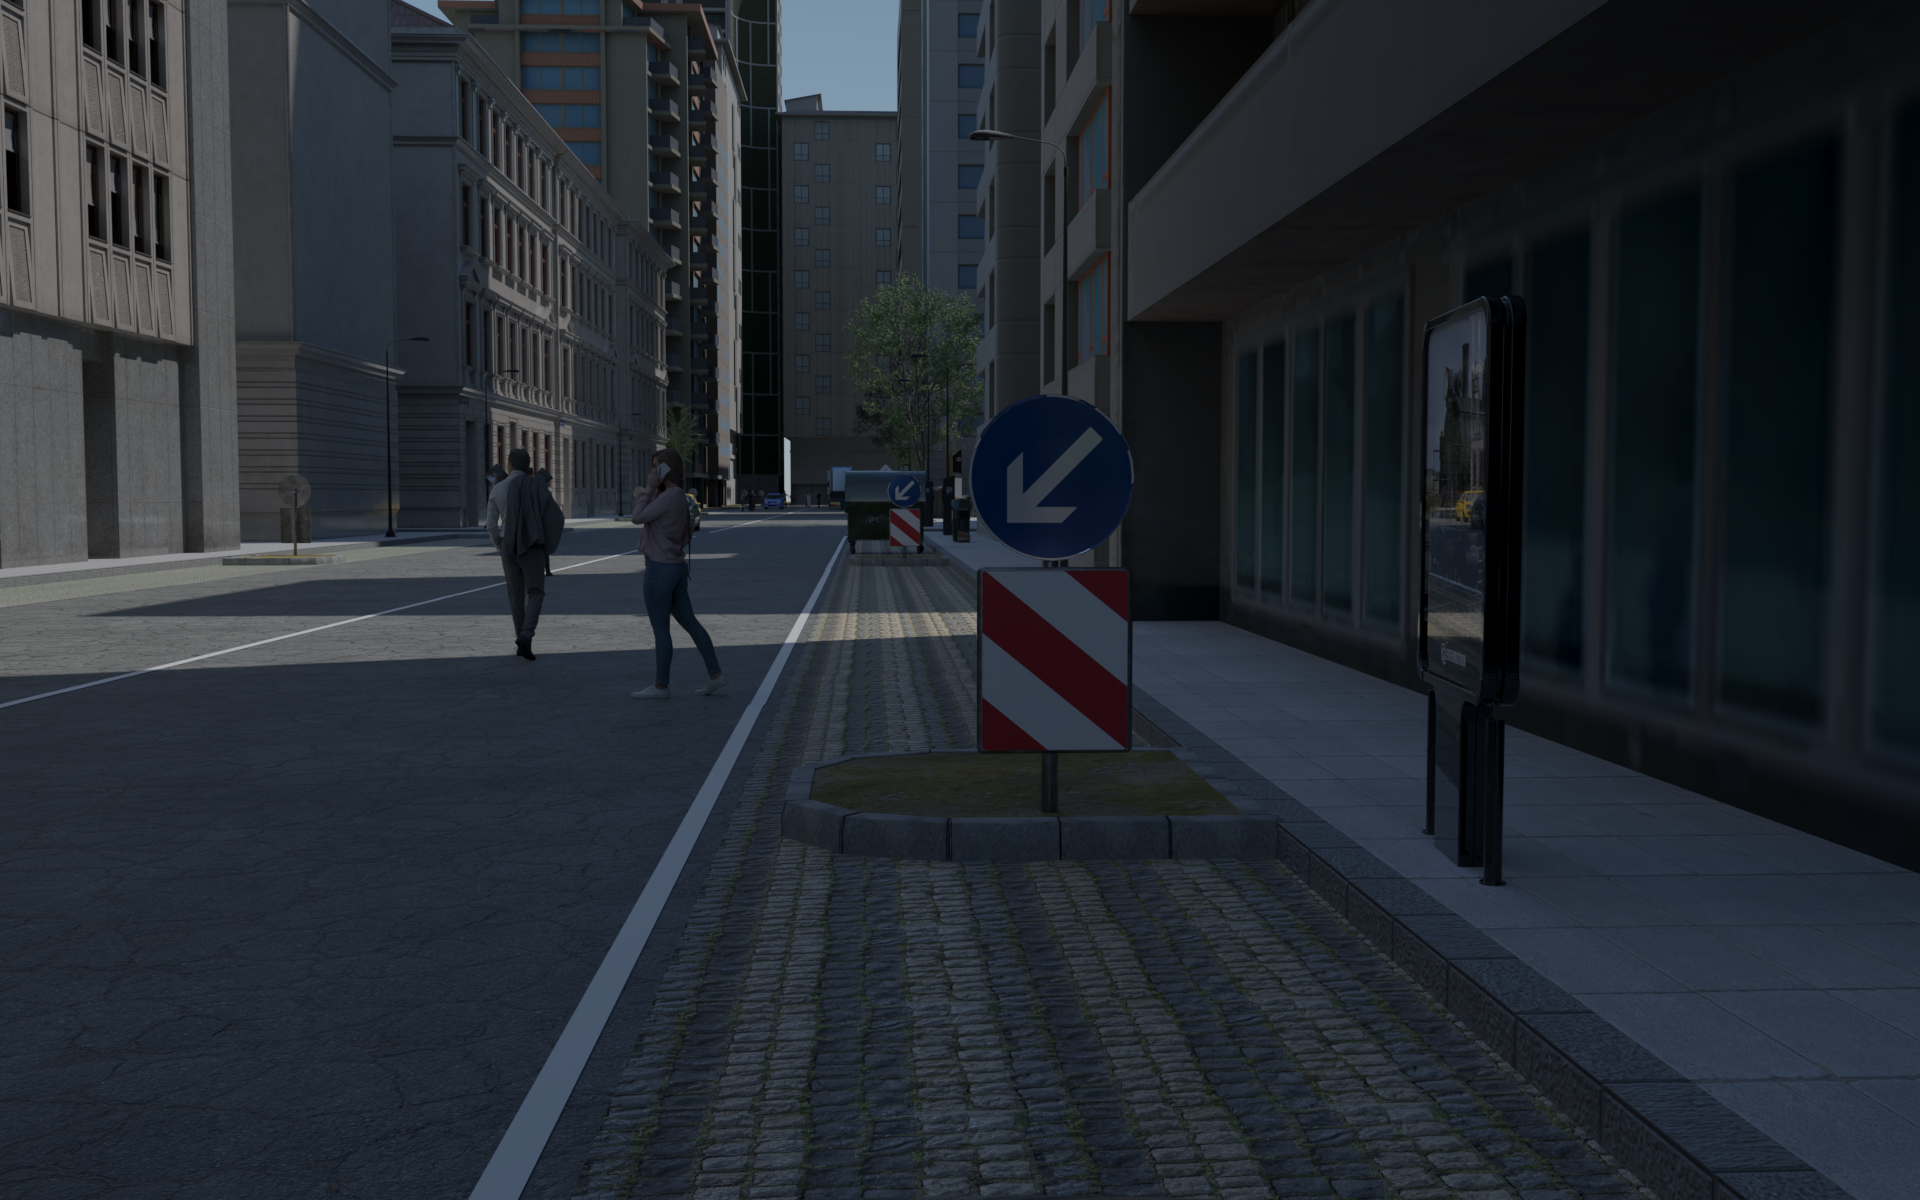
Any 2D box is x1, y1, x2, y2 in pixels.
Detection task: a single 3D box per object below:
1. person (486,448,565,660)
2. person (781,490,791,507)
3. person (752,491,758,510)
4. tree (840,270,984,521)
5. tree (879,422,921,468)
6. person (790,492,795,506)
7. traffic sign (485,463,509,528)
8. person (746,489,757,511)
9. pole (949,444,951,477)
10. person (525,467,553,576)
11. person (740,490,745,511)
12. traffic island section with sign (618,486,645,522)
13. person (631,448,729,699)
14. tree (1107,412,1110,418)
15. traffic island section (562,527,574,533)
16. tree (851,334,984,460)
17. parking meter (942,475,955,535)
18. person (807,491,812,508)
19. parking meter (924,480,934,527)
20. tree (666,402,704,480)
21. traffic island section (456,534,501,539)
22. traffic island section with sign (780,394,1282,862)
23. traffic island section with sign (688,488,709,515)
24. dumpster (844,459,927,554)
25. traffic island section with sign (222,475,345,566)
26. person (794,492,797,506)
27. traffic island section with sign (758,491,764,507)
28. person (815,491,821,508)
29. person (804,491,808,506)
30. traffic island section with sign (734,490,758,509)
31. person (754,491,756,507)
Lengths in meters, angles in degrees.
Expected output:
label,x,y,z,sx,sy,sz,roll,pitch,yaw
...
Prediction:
label,x,y,z,sx,sy,sz,roll,pitch,yaw
person,-3.790,-0.400,15.136,0.679,1.850,0.850,0,4,-4
person,-18.678,-10.781,184.749,1.348,1.826,0.705,-2,4,-26
person,-18.009,-8.679,151.127,0.721,1.736,1.217,2,4,30
tree,-1.882,-9.541,81.745,9.928,11.665,9.643,0,3,0
tree,-4.723,-11.916,145.185,4.737,8.622,4.395,0,3,0
person,-19.449,-11.707,200.822,0.541,1.710,0.530,0,4,1
traffic sign,-15.189,-3.253,56.821,0.795,2.450,0.064,0,4,-3
person,-17.525,-8.360,145.212,1.348,1.821,0.705,3,4,38
pole,-0.471,-4.667,70.141,0.158,3.312,0.155,0,3,0
person,-7.441,-1.364,30.172,0.648,1.900,0.474,-1,4,-11
person,-18.012,-8.169,142.781,0.721,1.743,1.217,0,4,-6
traffic island section with sign,-16.640,-4.976,89.980,1.989,1.847,2.006,0,4,-3
person,-1.978,-0.189,12.183,0.643,1.750,0.593,0,4,7
tree,2.772,-1.724,22.795,1.663,3.219,1.824,0,3,0
traffic island section,-15.635,-2.604,64.856,2.009,0.180,2.903,0,4,-3
tree,-2.365,-10.091,99.401,8.767,10.594,7.601,1,4,10
parking meter,-0.365,-2.957,54.051,0.399,1.863,0.255,-1,4,-8
person,-15.103,-10.061,173.663,0.551,1.740,0.621,0,4,7
parking meter,-1.229,-3.792,67.711,0.399,1.863,0.255,1,4,21
tree,-22.413,-11.451,137.582,4.737,8.622,4.395,0,3,0
traffic island section,-15.212,-2.116,56.882,2.009,0.180,2.903,0,4,-3
traffic island section with sign,0.221,0.059,7.661,1.989,1.847,2.006,0,4,-3
traffic island section with sign,-18.101,-6.656,117.445,1.989,1.847,2.006,0,4,-3
dumpster,-1.771,-2.226,41.347,1.985,2.255,1.502,0,4,-2
traffic island section with sign,-13.752,-1.641,35.458,1.989,1.847,2.006,0,4,-3
person,-20.679,-12.663,217.011,0.415,1.643,0.593,-1,4,-8
traffic island section with sign,-22.137,-11.315,193.621,1.989,1.847,2.006,0,4,-3
person,-14.485,-10.267,176.881,0.721,1.766,1.217,2,4,28
person,-18.197,-12.047,205.550,0.705,1.814,1.350,-2,4,-25
traffic island section with sign,-20.702,-9.655,166.490,1.989,1.847,2.006,0,4,-3
person,-20.802,-10.185,175.735,0.721,1.736,1.217,-2,4,-27
